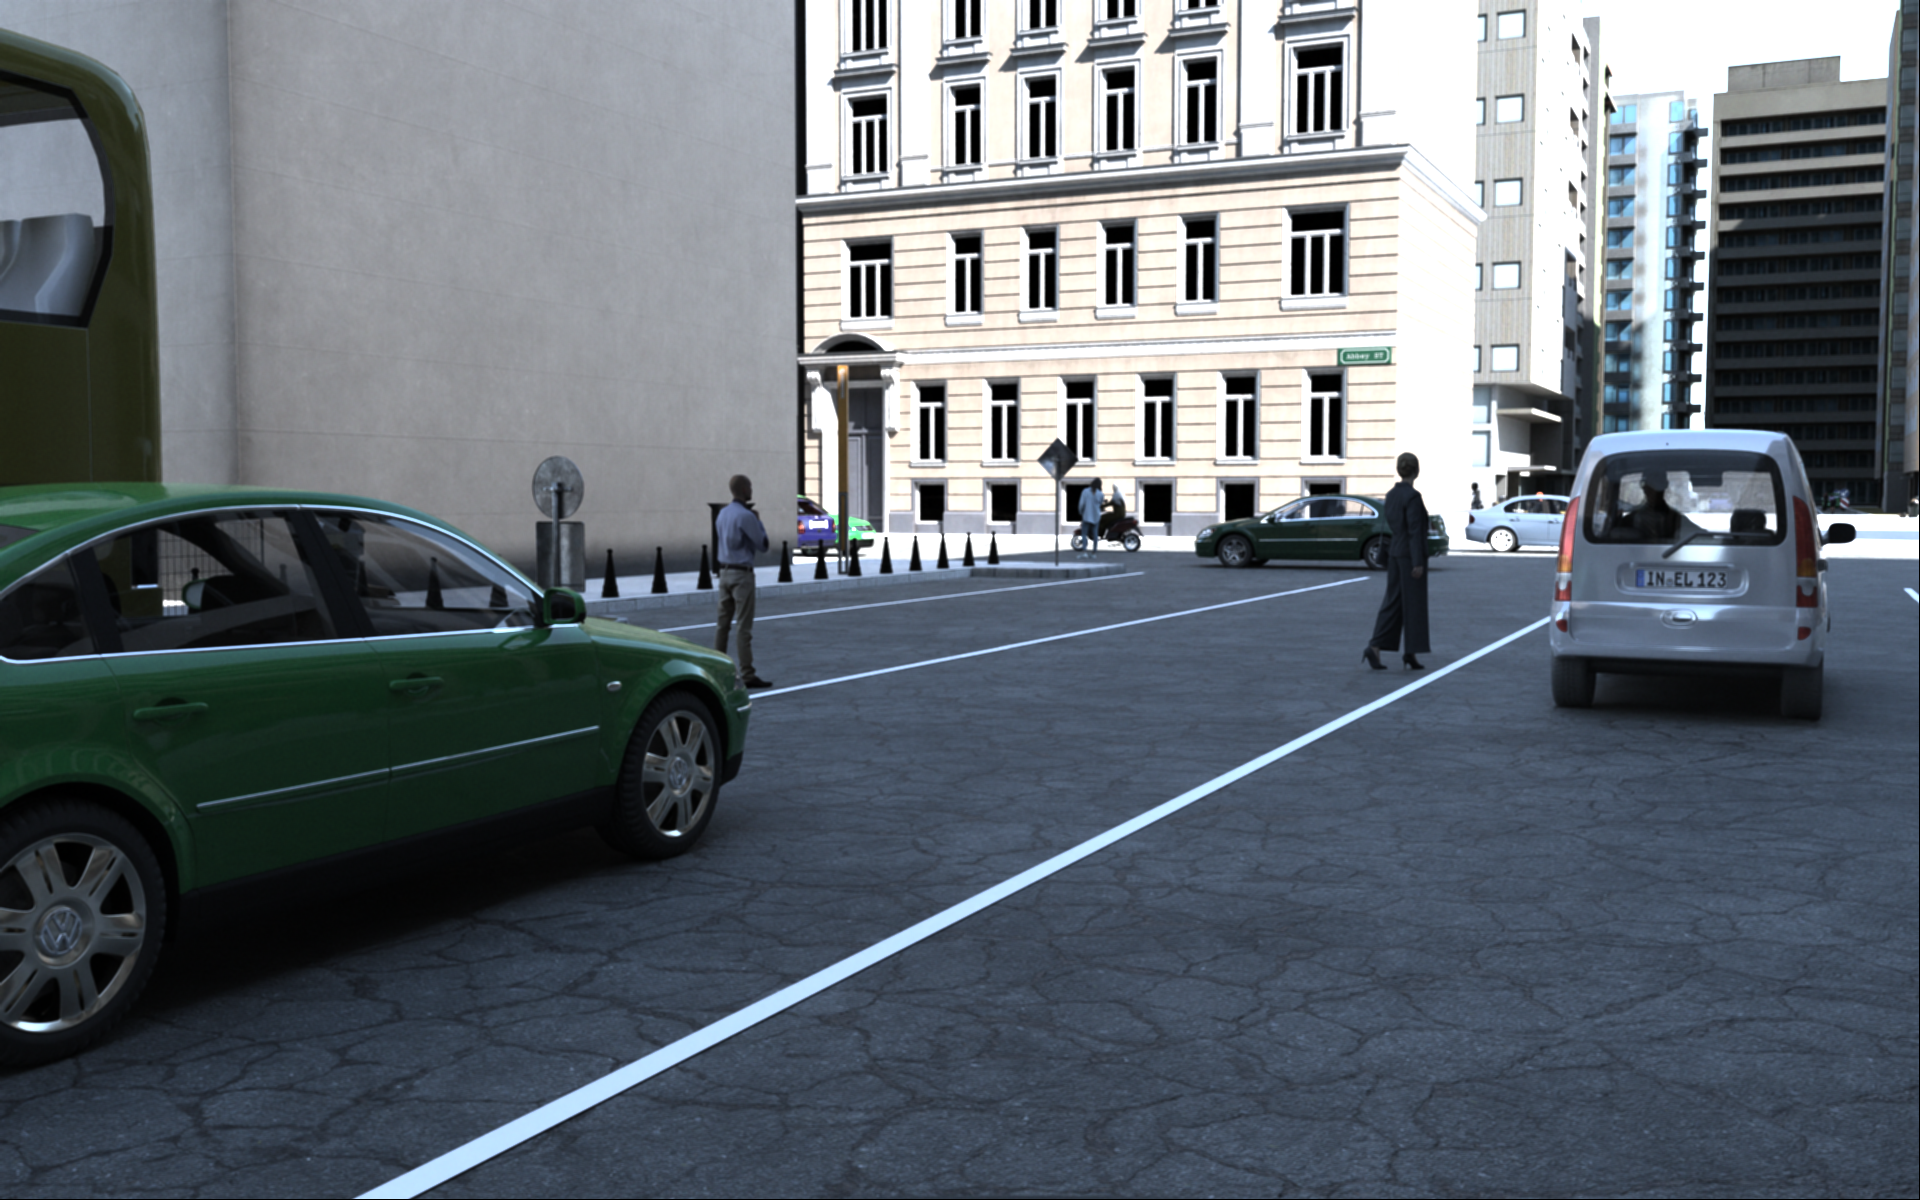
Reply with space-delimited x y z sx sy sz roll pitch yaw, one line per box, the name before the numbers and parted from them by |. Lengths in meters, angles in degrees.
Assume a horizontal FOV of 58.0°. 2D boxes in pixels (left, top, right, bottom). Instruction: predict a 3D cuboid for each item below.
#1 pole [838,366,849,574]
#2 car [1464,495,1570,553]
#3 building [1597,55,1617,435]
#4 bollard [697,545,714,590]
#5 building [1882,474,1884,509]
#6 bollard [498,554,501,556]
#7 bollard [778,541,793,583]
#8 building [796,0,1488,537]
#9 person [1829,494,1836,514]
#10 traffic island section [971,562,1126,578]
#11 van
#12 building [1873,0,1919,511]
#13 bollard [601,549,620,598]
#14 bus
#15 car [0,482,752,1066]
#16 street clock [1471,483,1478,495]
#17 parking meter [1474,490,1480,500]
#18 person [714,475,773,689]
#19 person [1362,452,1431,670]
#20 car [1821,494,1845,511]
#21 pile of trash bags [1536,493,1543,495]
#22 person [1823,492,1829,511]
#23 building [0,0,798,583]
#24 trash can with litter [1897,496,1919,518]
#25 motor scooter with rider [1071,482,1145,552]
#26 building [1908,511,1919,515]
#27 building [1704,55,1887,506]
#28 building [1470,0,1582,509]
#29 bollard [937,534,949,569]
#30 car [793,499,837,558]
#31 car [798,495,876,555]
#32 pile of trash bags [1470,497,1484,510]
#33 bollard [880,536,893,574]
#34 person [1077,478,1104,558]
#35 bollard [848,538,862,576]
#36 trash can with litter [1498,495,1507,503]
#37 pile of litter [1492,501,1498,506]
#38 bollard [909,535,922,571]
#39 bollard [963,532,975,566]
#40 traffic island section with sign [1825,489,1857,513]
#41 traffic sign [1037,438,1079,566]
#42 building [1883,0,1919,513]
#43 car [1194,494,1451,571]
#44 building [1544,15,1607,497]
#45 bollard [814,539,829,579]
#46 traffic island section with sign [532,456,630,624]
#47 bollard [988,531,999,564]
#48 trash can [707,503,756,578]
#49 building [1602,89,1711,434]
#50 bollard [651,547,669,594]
pole | -1.860 -2.065 27.610 0.158 3.312 0.155 0 3 0
car | 14.694 -1.858 42.376 4.499 1.417 2.014 2 4 25
building | 49.890 -31.537 170.252 28.867 44.769 22.147 2 4 26
bollard | -3.441 -0.447 23.355 0.229 0.601 0.229 0 3 0
building | 90.478 -27.041 134.007 32.217 40.220 23.993 2 4 26
bollard | -5.236 -0.221 19.647 0.229 0.601 0.229 0 3 0
bollard | -2.545 -0.560 25.203 0.229 0.601 0.229 0 3 0
building | 6.245 -16.622 57.669 20.117 28.700 13.634 2 4 26
person | 62.028 -6.816 123.168 0.421 1.427 0.697 0 4 8
traffic island section | 1.706 -0.528 30.915 2.009 0.180 2.903 2 4 26
van | 5.376 -0.340 12.566 2.013 2.044 4.112 2 4 26
building | 90.594 -30.885 155.081 14.600 45.320 14.200 2 4 26
bollard | -4.343 -0.334 21.497 0.229 0.601 0.229 0 3 0
bus | -7.682 -0.734 3.545 2.896 3.916 12.252 2 4 26
car | -2.475 0.176 5.911 1.959 1.807 4.718 2 4 25
street clock | 32.632 -6.439 109.848 0.358 2.002 0.471 3 5 42
parking meter | 32.544 -6.158 109.089 0.372 1.533 0.369 0 3 0
person | -1.638 -0.143 12.897 0.319 1.574 0.516 -3 5 -40
person | 3.608 -0.317 14.102 0.534 1.772 0.576 -3 4 -38
car | 74.926 -8.545 148.511 1.959 1.807 4.718 2 4 26
pile of trash bags | 36.787 -6.095 109.413 1.912 1.369 3.447 1 4 10
person | 71.699 -8.158 143.350 0.415 1.643 0.593 3 4 36
building | -16.033 -14.520 30.917 24.014 27.812 14.314 2 4 26
trash can with litter | 50.950 -4.994 93.035 1.055 1.170 0.624 3 5 44
motor scooter with rider | 3.706 -2.103 43.346 1.986 1.779 0.876 2 4 27
building | 67.630 -27.997 107.867 14.600 45.320 14.200 2 4 26
building | 96.226 -34.959 195.275 21.600 48.544 21.300 2 4 26
building | 31.081 -33.075 130.014 28.713 52.752 27.495 2 4 26
bollard | -0.293 -0.845 29.851 0.229 0.601 0.229 0 3 0
car | -4.742 -1.586 38.518 3.894 1.354 1.945 2 4 27
car | -4.212 -1.954 40.751 4.718 1.807 1.959 2 4 26
pile of trash bags | 24.766 -4.729 87.068 1.912 1.369 3.447 -2 4 -35
bollard | -1.193 -0.731 27.994 0.229 0.601 0.229 0 3 0
person | 2.917 -1.830 38.679 0.793 1.790 0.793 3 5 43
bollard | -1.646 -0.674 27.056 0.229 0.601 0.229 0 3 0
trash can with litter | 33.785 -5.857 106.812 2.233 1.210 1.678 3 5 41
pile of litter | 31.530 -5.399 102.237 1.719 0.858 1.176 1 4 16
bollard | -0.742 -0.788 28.927 0.229 0.601 0.229 0 3 0
bollard | 0.156 -0.901 30.775 0.229 0.601 0.229 0 3 0
traffic island section with sign | 65.656 -7.353 128.853 1.989 1.847 2.006 2 4 26
traffic sign | 1.730 -1.664 30.843 0.795 2.450 0.064 2 4 26
building | 73.037 -26.756 121.062 14.154 41.232 14.086 2 4 26
car | 6.975 -1.336 33.646 4.920 1.459 2.131 2 4 24
building | 46.217 -28.328 146.760 14.154 41.232 14.086 2 4 26
bollard | -2.096 -0.617 26.133 0.229 0.601 0.229 0 3 0
traffic island section with sign | -4.441 -0.539 17.437 1.989 1.847 2.006 2 4 26
bollard | 0.614 -0.959 31.716 0.229 0.601 0.229 0 3 0
trash can | -3.518 -0.919 26.686 0.748 1.137 0.748 0 3 0
building | 73.449 -36.036 208.794 30.456 49.044 23.786 2 4 26
bollard | -3.892 -0.390 22.425 0.229 0.601 0.229 0 3 0
